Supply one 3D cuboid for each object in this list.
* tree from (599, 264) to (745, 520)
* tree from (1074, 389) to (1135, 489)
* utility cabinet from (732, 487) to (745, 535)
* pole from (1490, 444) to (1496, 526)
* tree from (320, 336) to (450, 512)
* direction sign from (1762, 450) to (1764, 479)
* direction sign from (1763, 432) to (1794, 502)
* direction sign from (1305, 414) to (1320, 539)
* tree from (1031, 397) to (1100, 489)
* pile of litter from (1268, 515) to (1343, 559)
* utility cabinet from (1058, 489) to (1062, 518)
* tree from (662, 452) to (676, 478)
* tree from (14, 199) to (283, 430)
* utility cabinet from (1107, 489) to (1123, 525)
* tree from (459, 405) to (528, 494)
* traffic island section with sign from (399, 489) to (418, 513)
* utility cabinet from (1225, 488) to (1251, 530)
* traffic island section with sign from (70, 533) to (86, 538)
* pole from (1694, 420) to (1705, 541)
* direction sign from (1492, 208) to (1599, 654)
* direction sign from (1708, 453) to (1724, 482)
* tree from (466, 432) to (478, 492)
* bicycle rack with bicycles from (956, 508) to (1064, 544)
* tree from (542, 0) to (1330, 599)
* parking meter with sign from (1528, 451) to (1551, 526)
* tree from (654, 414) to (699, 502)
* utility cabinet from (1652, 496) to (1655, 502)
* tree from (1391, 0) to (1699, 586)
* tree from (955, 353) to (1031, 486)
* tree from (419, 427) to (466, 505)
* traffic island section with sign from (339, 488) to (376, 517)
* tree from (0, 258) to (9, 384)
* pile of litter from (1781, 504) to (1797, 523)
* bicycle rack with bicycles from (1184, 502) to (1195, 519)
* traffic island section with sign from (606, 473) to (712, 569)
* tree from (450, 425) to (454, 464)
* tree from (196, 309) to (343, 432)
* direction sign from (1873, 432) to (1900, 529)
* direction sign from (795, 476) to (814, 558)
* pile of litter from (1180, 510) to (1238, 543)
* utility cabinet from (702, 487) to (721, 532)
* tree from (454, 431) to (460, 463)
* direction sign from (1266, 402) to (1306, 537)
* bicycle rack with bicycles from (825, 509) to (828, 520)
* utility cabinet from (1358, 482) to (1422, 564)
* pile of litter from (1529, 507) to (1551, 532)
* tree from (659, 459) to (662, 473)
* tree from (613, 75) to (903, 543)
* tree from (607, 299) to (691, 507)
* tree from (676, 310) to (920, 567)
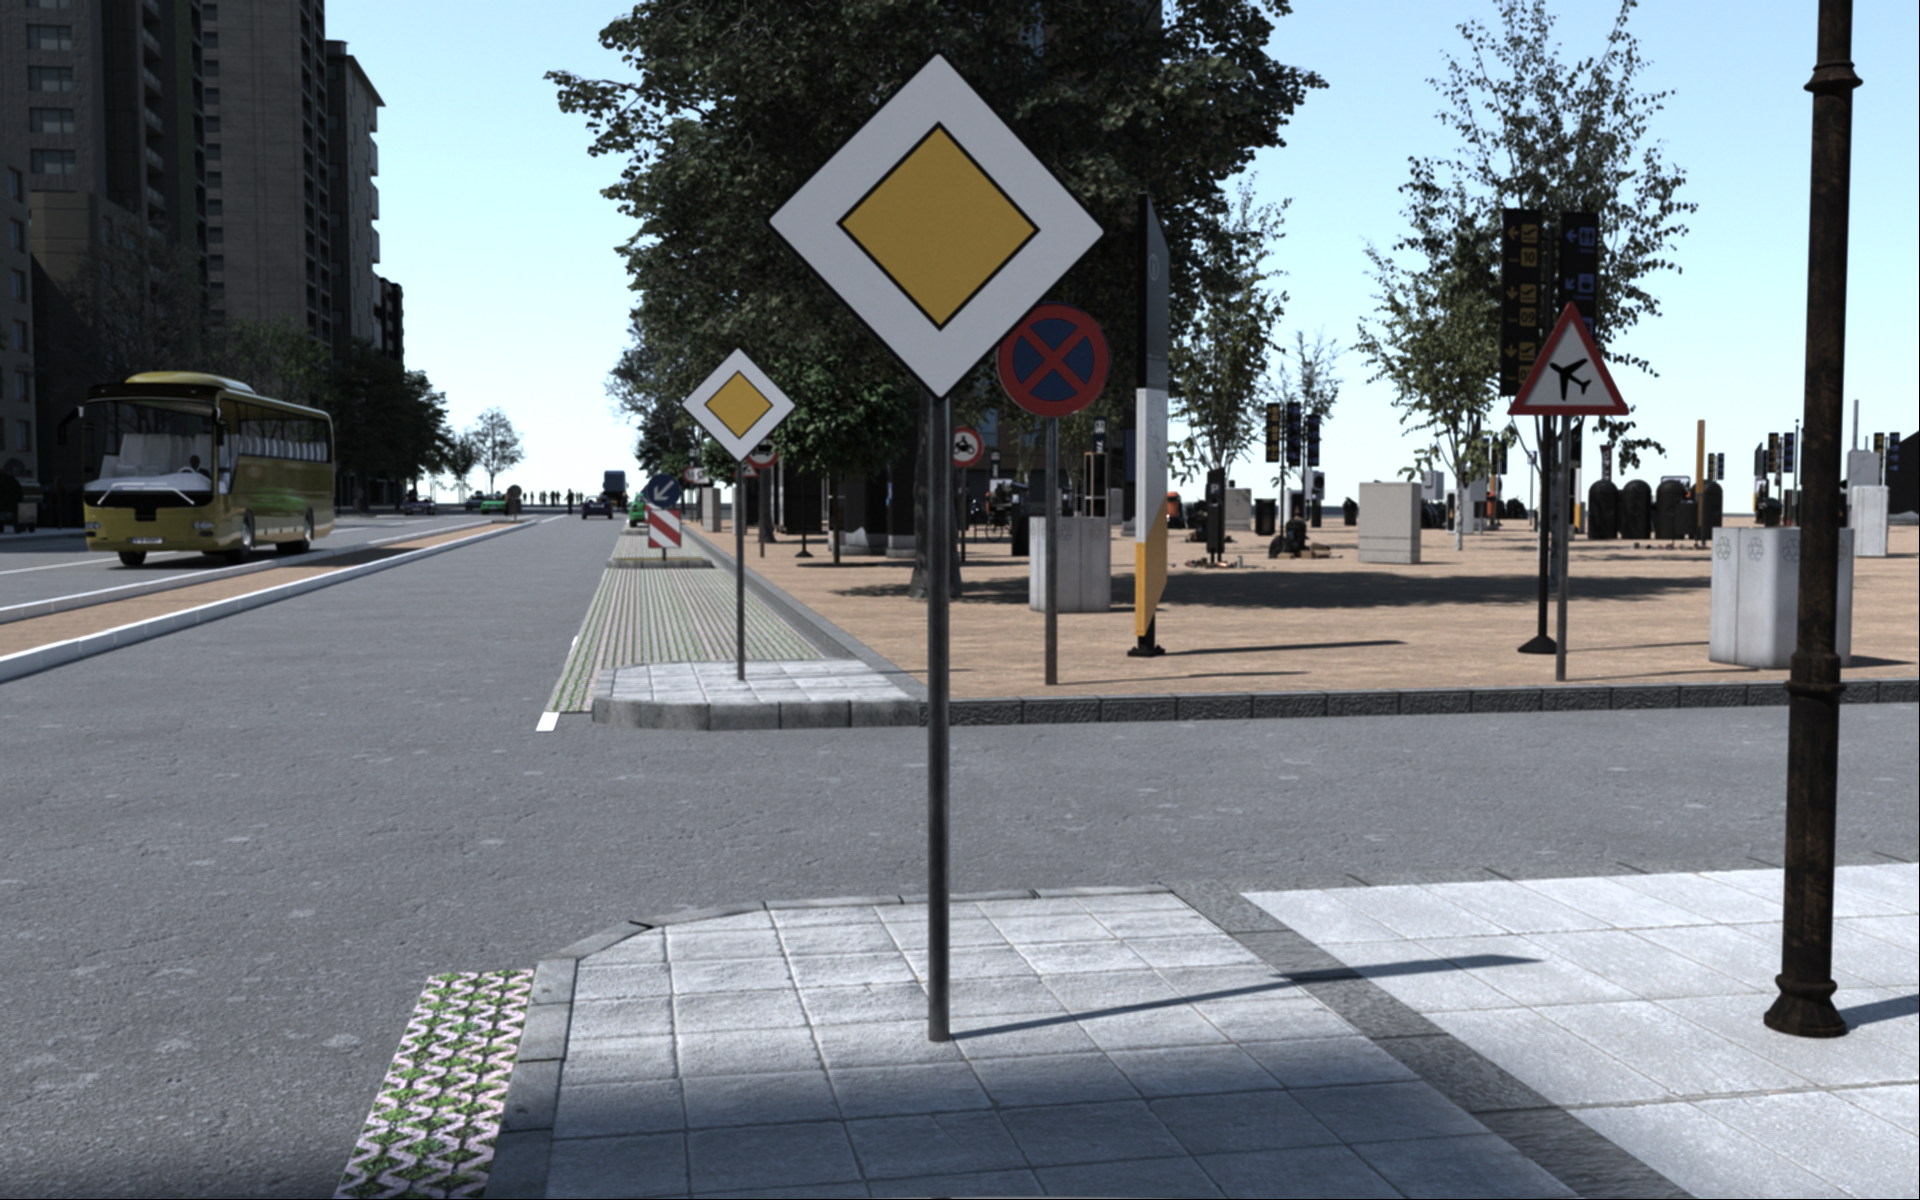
[{"bbox_3d":[-12.978,-10.807,87.058,12.009,13.543,11.850,0,3,0],"label":"tree"},{"bbox_3d":[6.871,-8.281,85.753,4.360,8.622,3.978,0,3,0],"label":"tree"},{"bbox_3d":[-6.911,-2.778,54.095,0.318,1.500,1.173,-1,4,-13],"label":"utility cabinet"},{"bbox_3d":[21.629,-4.673,70.250,0.158,3.312,0.155,0,3,0],"label":"pole"},{"bbox_3d":[-42.502,-12.621,124.472,7.486,12.596,7.792,0,3,0],"label":"tree"},{"bbox_3d":[40.963,-5.906,88.563,0.876,3.537,0.379,-2,4,-29],"label":"direction sign"},{"bbox_3d":[30.207,-4.391,63.793,0.876,3.537,0.379,1,4,13],"label":"direction sign"},{"bbox_3d":[9.751,-3.495,49.142,0.876,3.537,0.379,0,4,-2],"label":"direction sign"},{"bbox_3d":[5.304,-7.876,79.132,4.737,8.622,4.395,0,3,0],"label":"tree"},{"bbox_3d":[6.915,-1.269,34.711,1.719,0.858,1.176,-1,4,-11],"label":"pile of litter"},{"bbox_3d":[3.826,-3.648,68.324,0.318,1.500,1.173,-1,4,-13],"label":"utility cabinet"},{"bbox_3d":[-8.326,-4.976,65.074,4.285,4.588,4.351,0,3,0],"label":"tree"},{"bbox_3d":[-34.214,-9.954,73.121,12.009,13.543,11.850,0,3,0],"label":"tree"},{"bbox_3d":[6.262,-3.785,70.563,0.318,1.500,1.173,2,4,30],"label":"utility cabinet"},{"bbox_3d":[-63.708,-19.896,235.662,12.009,13.543,11.850,0,3,0],"label":"tree"},{"bbox_3d":[-42.134,-7.644,133.609,1.989,1.847,2.006,-1,4,-10],"label":"traffic island section with sign"},{"bbox_3d":[9.590,-3.177,60.617,1.173,1.500,0.318,0,4,6],"label":"utility cabinet"},{"bbox_3d":[-27.888,-2.950,56.865,1.989,1.847,2.006,-1,4,-10],"label":"traffic island section with sign"},{"bbox_3d":[20.335,-3.288,47.608,0.158,3.312,0.155,0,3,0],"label":"pole"},{"bbox_3d":[4.718,-1.341,13.928,0.876,3.537,0.379,-1,4,-17],"label":"direction sign"},{"bbox_3d":[41.713,-6.339,95.637,0.379,3.537,0.876,-3,5,-43],"label":"direction sign"},{"bbox_3d":[-58.537,-15.465,203.210,4.737,8.622,4.395,0,3,0],"label":"tree"},{"bbox_3d":[1.841,-1.978,45.727,2.852,0.926,2.925,3,5,40],"label":"bicycle rack with bicycles"},{"bbox_3d":[-0.193,-7.005,21.180,9.857,13.997,8.962,0,3,0],"label":"tree"},{"bbox_3d":[23.875,-4.516,70.090,1.738,3.016,0.543,-1,4,-14],"label":"parking meter with sign"},{"bbox_3d":[-24.215,-12.178,149.479,4.737,8.622,4.395,0,3,0],"label":"tree"},{"bbox_3d":[29.631,-3.874,74.499,0.306,1.237,1.020,2,4,29],"label":"utility cabinet"},{"bbox_3d":[8.183,-4.491,23.798,4.360,8.622,3.978,0,3,0],"label":"tree"},{"bbox_3d":[-0.077,-7.850,78.704,4.737,8.622,4.395,0,3,0],"label":"tree"},{"bbox_3d":[-51.754,-13.418,169.745,4.737,8.622,4.395,0,3,0],"label":"tree"},{"bbox_3d":[-37.203,-6.019,107.039,1.989,1.847,2.006,-1,4,-10],"label":"traffic island section with sign"},{"bbox_3d":[-29.104,-6.049,49.272,4.737,8.622,4.395,0,3,0],"label":"tree"},{"bbox_3d":[37.535,-3.940,78.391,1.719,0.858,1.176,-3,4,-36],"label":"pile of litter"},{"bbox_3d":[11.739,-4.301,83.702,2.852,0.926,2.925,2,4,33],"label":"bicycle rack with bicycles"},{"bbox_3d":[-5.908,-1.545,33.890,1.989,1.847,2.006,-1,4,-10],"label":"traffic island section with sign"},{"bbox_3d":[-47.728,-13.941,146.064,7.486,12.596,7.792,0,3,0],"label":"tree"},{"bbox_3d":[-39.102,-10.585,98.818,9.928,11.665,9.643,0,3,0],"label":"tree"},{"bbox_3d":[33.958,-4.377,63.554,0.379,3.537,0.876,-3,5,-44],"label":"direction sign"},{"bbox_3d":[-3.167,-2.636,35.091,0.379,3.537,0.876,1,4,13],"label":"direction sign"},{"bbox_3d":[6.500,-1.959,45.991,1.719,0.858,1.176,3,5,42],"label":"pile of litter"},{"bbox_3d":[-8.364,-3.042,58.417,0.318,1.500,1.173,-2,4,-25],"label":"utility cabinet"},{"bbox_3d":[-49.313,-14.597,156.790,7.486,12.596,7.792,0,3,0],"label":"tree"},{"bbox_3d":[7.965,-3.105,42.762,0.876,3.537,0.379,2,4,31],"label":"direction sign"},{"bbox_3d":[-4.869,-4.141,81.081,2.925,0.926,2.852,-1,4,-9],"label":"bicycle rack with bicycles"},{"bbox_3d":[7.908,-1.418,31.863,0.318,1.500,1.173,-3,5,-40],"label":"utility cabinet"},{"bbox_3d":[19.882,-2.732,58.633,1.176,0.858,1.719,1,4,21],"label":"pile of litter"},{"bbox_3d":[-18.939,-8.222,118.145,4.285,4.588,4.351,0,3,0],"label":"tree"},{"bbox_3d":[-5.108,-7.756,44.936,7.486,12.596,7.792,0,3,0],"label":"tree"},{"bbox_3d":[-30.052,-19.271,170.971,12.611,20.169,13.585,0,3,0],"label":"tree"},{"bbox_3d":[-2.138,-2.885,30.878,4.285,4.588,4.351,0,3,0],"label":"tree"}]
